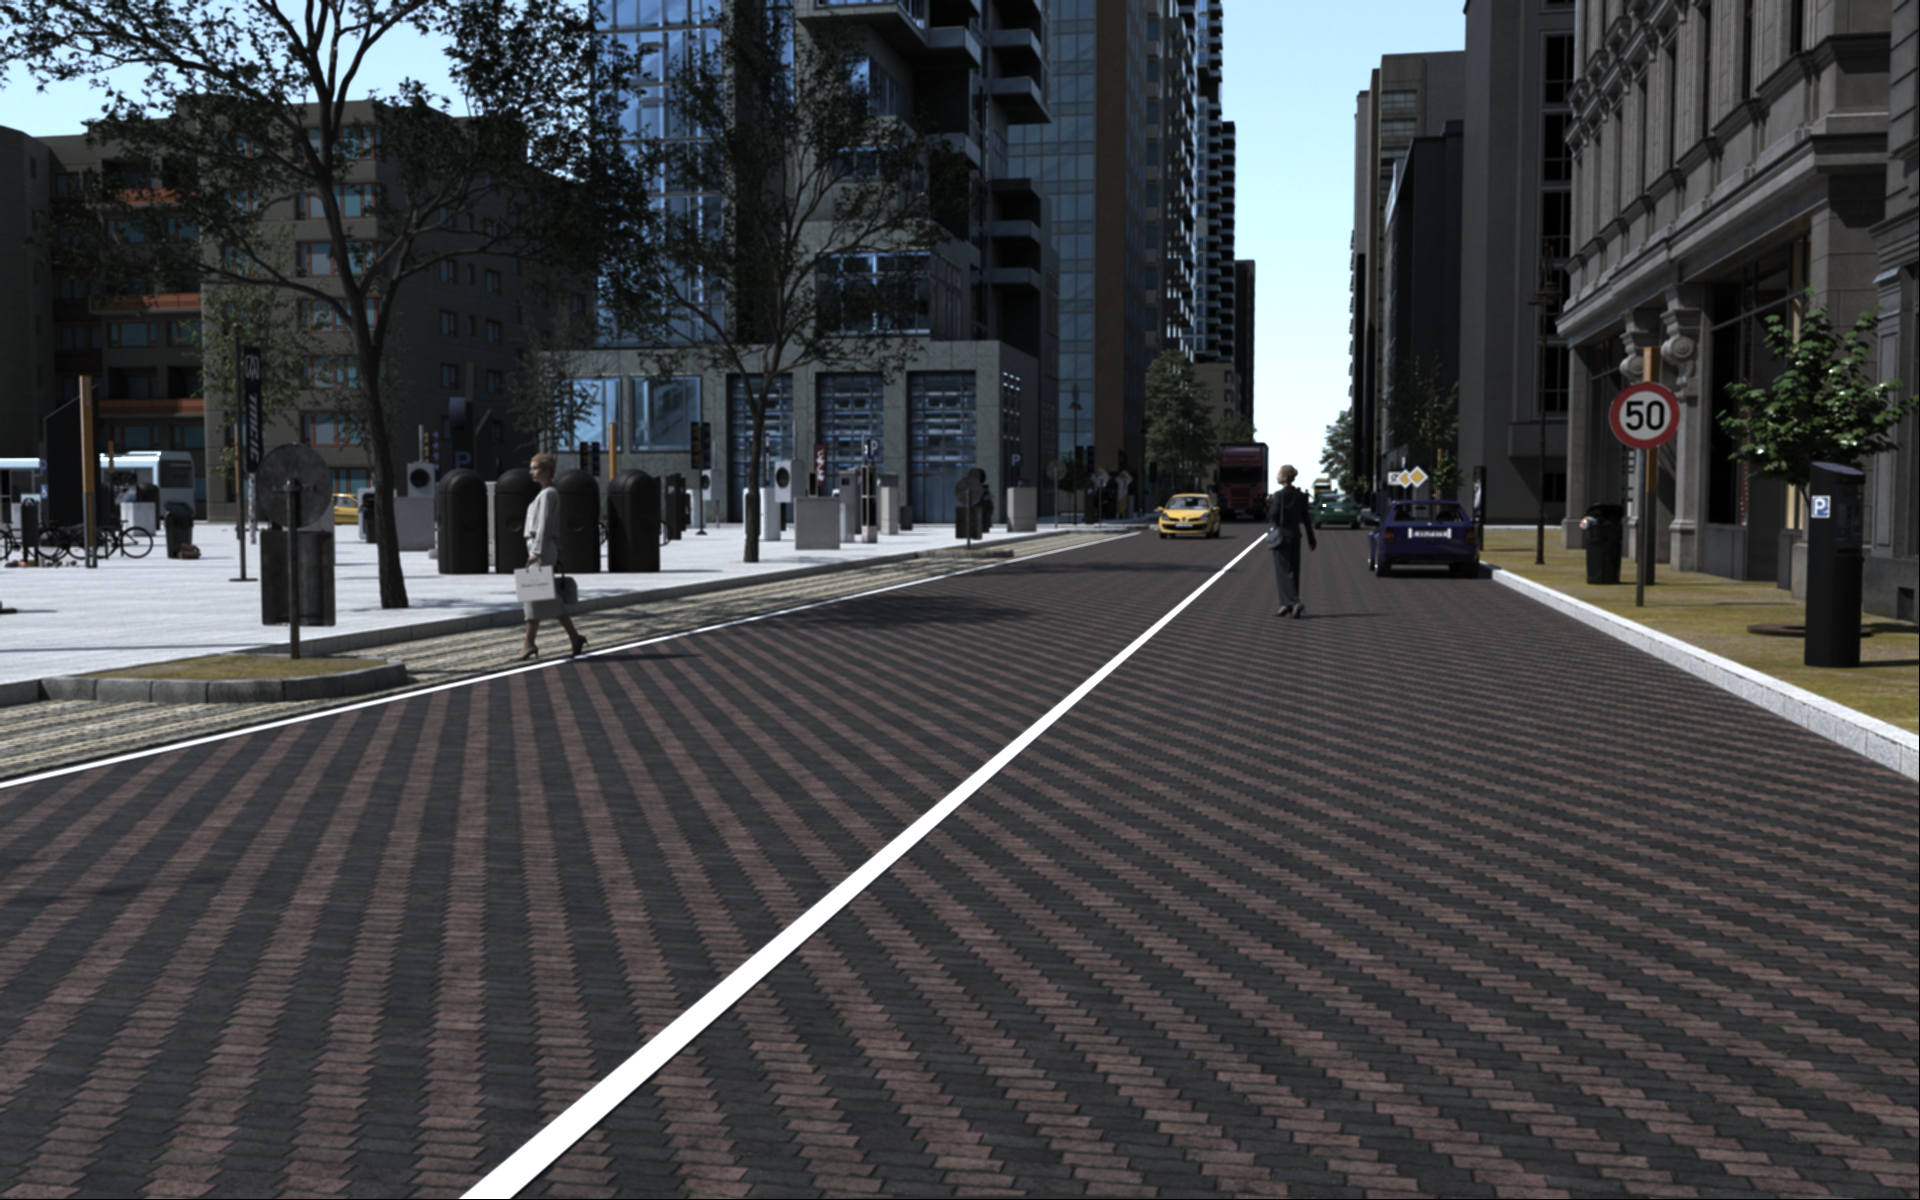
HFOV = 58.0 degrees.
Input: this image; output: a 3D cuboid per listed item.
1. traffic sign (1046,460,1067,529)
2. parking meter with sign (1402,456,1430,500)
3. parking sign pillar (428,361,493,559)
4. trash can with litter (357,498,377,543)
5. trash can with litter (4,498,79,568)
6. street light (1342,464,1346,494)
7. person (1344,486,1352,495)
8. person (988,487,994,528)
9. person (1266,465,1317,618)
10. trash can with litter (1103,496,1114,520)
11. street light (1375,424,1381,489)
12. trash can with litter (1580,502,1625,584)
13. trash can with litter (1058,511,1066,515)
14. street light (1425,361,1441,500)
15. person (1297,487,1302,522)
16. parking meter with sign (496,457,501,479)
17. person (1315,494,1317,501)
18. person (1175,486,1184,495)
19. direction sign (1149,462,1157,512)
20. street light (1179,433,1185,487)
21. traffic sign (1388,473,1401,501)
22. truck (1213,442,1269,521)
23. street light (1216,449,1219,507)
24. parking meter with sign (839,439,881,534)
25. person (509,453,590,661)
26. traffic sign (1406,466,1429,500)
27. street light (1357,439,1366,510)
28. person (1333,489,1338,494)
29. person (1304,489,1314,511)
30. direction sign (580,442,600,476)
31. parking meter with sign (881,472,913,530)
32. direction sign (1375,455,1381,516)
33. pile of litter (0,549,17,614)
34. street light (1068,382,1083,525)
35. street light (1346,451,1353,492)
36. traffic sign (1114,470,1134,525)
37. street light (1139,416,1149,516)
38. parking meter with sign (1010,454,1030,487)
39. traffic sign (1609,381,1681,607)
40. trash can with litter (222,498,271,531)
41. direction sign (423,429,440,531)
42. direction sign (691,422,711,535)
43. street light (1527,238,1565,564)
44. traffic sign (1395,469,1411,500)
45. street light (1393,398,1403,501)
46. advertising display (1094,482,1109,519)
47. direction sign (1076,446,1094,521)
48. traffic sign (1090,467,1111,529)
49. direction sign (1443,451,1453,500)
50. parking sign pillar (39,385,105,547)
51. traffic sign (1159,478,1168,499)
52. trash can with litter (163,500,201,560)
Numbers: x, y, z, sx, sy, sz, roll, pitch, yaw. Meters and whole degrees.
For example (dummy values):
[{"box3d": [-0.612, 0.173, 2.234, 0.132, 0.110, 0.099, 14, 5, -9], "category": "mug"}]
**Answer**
[{"box3d": [3.570, -3.920, 64.196, 0.768, 2.556, 0.104, 1, 4, 14], "category": "traffic sign"}, {"box3d": [21.477, -5.156, 80.563, 1.738, 3.016, 0.543, 0, 4, -2], "category": "parking meter with sign"}, {"box3d": [-9.913, -2.823, 34.636, 1.447, 3.967, 1.447, -1, 4, -13], "category": "parking sign pillar"}, {"box3d": [-15.229, -2.068, 45.207, 0.624, 1.170, 1.055, 0, 4, 3], "category": "trash can with litter"}, {"box3d": [-16.369, -1.219, 30.986, 1.678, 1.210, 2.233, 0, 4, -8], "category": "trash can with litter"}, {"box3d": [48.322, -14.934, 216.956, 0.468, 5.910, 1.993, 1, 4, 11], "category": "street light"}, {"box3d": [19.229, -4.738, 85.884, 0.656, 1.842, 0.836, 3, 5, 39], "category": "person"}, {"box3d": [1.080, -3.757, 70.023, 0.694, 1.812, 0.767, -2, 4, -33], "category": "person"}, {"box3d": [3.854, -0.684, 20.106, 0.534, 1.772, 0.576, 3, 4, 36], "category": "person"}, {"box3d": [7.391, -4.625, 87.010, 0.624, 1.170, 1.055, 0, 4, -5], "category": "trash can with litter"}, {"box3d": [27.181, -8.547, 112.534, 0.468, 5.910, 1.993, 1, 4, 11], "category": "street light"}, {"box3d": [9.159, -0.823, 24.843, 0.624, 1.170, 1.055, 1, 4, 13], "category": "trash can with litter"}, {"box3d": [5.408, -5.853, 106.761, 2.233, 1.210, 1.678, 2, 4, 32], "category": "trash can with litter"}, {"box3d": [16.500, -5.367, 60.533, 0.468, 5.910, 1.993, 1, 4, 11], "category": "street light"}, {"box3d": [17.490, -4.962, 89.835, 0.583, 1.804, 0.606, 1, 4, 9], "category": "person"}, {"box3d": [-20.942, -5.232, 81.804, 1.738, 3.016, 0.543, -2, 4, -30], "category": "parking meter with sign"}, {"box3d": [43.066, -12.082, 209.265, 0.599, 1.433, 0.991, -1, 4, -10], "category": "person"}, {"box3d": [11.246, -4.890, 88.419, 0.573, 1.828, 0.580, -3, 5, -43], "category": "person"}, {"box3d": [13.584, -7.942, 121.843, 0.379, 3.537, 0.876, 3, 5, 41], "category": "direction sign"}, {"box3d": [16.694, -9.627, 130.183, 0.468, 5.910, 1.993, 1, 4, 11], "category": "street light"}, {"box3d": [20.303, -4.820, 80.931, 0.606, 2.300, 0.079, 1, 4, 13], "category": "traffic sign"}, {"box3d": [15.738, -6.555, 96.088, 2.839, 4.237, 11.283, 1, 4, 11], "category": "truck"}, {"box3d": [26.232, -12.461, 176.532, 0.468, 5.910, 1.993, 1, 4, 11], "category": "street light"}, {"box3d": [-3.472, -3.605, 55.202, 1.738, 3.016, 0.543, 2, 4, 29], "category": "parking meter with sign"}, {"box3d": [-3.536, -0.369, 14.883, 0.624, 1.780, 0.694, 0, 4, 3], "category": "person"}, {"box3d": [16.094, -3.509, 61.022, 0.795, 2.450, 0.064, 1, 4, 11], "category": "traffic sign"}, {"box3d": [33.027, -10.351, 142.025, 0.468, 5.910, 1.993, 1, 4, 11], "category": "street light"}, {"box3d": [28.503, -7.528, 131.391, 0.447, 1.846, 0.655, 0, 4, 4], "category": "person"}, {"box3d": [30.159, -8.723, 150.751, 1.348, 1.869, 0.705, 0, 4, -1], "category": "person"}, {"box3d": [-16.077, -5.095, 75.299, 0.876, 3.537, 0.379, -2, 4, -30], "category": "direction sign"}, {"box3d": [-2.521, -3.945, 60.763, 1.738, 3.016, 0.543, -2, 4, -28], "category": "parking meter with sign"}, {"box3d": [24.292, -6.635, 100.475, 0.379, 3.537, 0.876, 0, 4, -2], "category": "direction sign"}, {"box3d": [-10.758, -0.279, 18.527, 1.176, 0.858, 1.719, -2, 4, -26], "category": "pile of litter"}, {"box3d": [4.775, -6.048, 71.671, 0.468, 5.910, 1.993, 1, 4, 11], "category": "street light"}, {"box3d": [42.431, -13.158, 187.917, 0.468, 5.910, 1.993, 1, 4, 11], "category": "street light"}, {"box3d": [6.726, -4.126, 71.097, 0.795, 2.450, 0.064, 1, 4, 11], "category": "traffic sign"}, {"box3d": [10.680, -7.824, 100.707, 0.468, 5.910, 1.993, 1, 4, 11], "category": "street light"}, {"box3d": [2.764, -4.837, 75.343, 0.543, 3.016, 1.738, 2, 4, 24], "category": "parking meter with sign"}, {"box3d": [7.760, -1.198, 19.691, 0.768, 2.556, 0.104, 1, 4, 14], "category": "traffic sign"}, {"box3d": [-24.490, -3.000, 60.112, 2.233, 1.210, 1.678, 1, 4, 14], "category": "trash can with litter"}, {"box3d": [-18.441, -4.186, 60.437, 0.876, 3.537, 0.379, 2, 4, 35], "category": "direction sign"}, {"box3d": [-8.156, -3.826, 54.545, 0.379, 3.537, 0.876, 2, 4, 34], "category": "direction sign"}, {"box3d": [10.607, -3.591, 31.495, 0.468, 5.910, 1.993, 1, 4, 11], "category": "street light"}, {"box3d": [17.691, -3.988, 68.847, 0.795, 2.450, 0.064, 1, 4, 11], "category": "traffic sign"}, {"box3d": [21.111, -6.773, 83.531, 0.468, 5.910, 1.993, 1, 4, 11], "category": "street light"}, {"box3d": [7.373, -5.237, 90.839, 0.974, 1.923, 0.123, 3, 5, 43], "category": "advertising display"}, {"box3d": [5.878, -5.470, 81.431, 0.876, 3.537, 0.379, 1, 4, 19], "category": "direction sign"}, {"box3d": [5.129, -3.647, 63.273, 0.795, 2.450, 0.064, 1, 4, 11], "category": "traffic sign"}, {"box3d": [25.545, -6.066, 91.182, 0.876, 3.537, 0.379, -1, 4, -13], "category": "direction sign"}, {"box3d": [-21.808, -3.301, 42.447, 1.447, 3.967, 1.447, 3, 4, 37], "category": "parking sign pillar"}, {"box3d": [12.835, -6.555, 109.303, 0.606, 2.300, 0.079, 1, 4, 19], "category": "traffic sign"}, {"box3d": [-15.325, -1.401, 34.295, 0.624, 1.170, 1.055, -3, 5, -45], "category": "trash can with litter"}]
